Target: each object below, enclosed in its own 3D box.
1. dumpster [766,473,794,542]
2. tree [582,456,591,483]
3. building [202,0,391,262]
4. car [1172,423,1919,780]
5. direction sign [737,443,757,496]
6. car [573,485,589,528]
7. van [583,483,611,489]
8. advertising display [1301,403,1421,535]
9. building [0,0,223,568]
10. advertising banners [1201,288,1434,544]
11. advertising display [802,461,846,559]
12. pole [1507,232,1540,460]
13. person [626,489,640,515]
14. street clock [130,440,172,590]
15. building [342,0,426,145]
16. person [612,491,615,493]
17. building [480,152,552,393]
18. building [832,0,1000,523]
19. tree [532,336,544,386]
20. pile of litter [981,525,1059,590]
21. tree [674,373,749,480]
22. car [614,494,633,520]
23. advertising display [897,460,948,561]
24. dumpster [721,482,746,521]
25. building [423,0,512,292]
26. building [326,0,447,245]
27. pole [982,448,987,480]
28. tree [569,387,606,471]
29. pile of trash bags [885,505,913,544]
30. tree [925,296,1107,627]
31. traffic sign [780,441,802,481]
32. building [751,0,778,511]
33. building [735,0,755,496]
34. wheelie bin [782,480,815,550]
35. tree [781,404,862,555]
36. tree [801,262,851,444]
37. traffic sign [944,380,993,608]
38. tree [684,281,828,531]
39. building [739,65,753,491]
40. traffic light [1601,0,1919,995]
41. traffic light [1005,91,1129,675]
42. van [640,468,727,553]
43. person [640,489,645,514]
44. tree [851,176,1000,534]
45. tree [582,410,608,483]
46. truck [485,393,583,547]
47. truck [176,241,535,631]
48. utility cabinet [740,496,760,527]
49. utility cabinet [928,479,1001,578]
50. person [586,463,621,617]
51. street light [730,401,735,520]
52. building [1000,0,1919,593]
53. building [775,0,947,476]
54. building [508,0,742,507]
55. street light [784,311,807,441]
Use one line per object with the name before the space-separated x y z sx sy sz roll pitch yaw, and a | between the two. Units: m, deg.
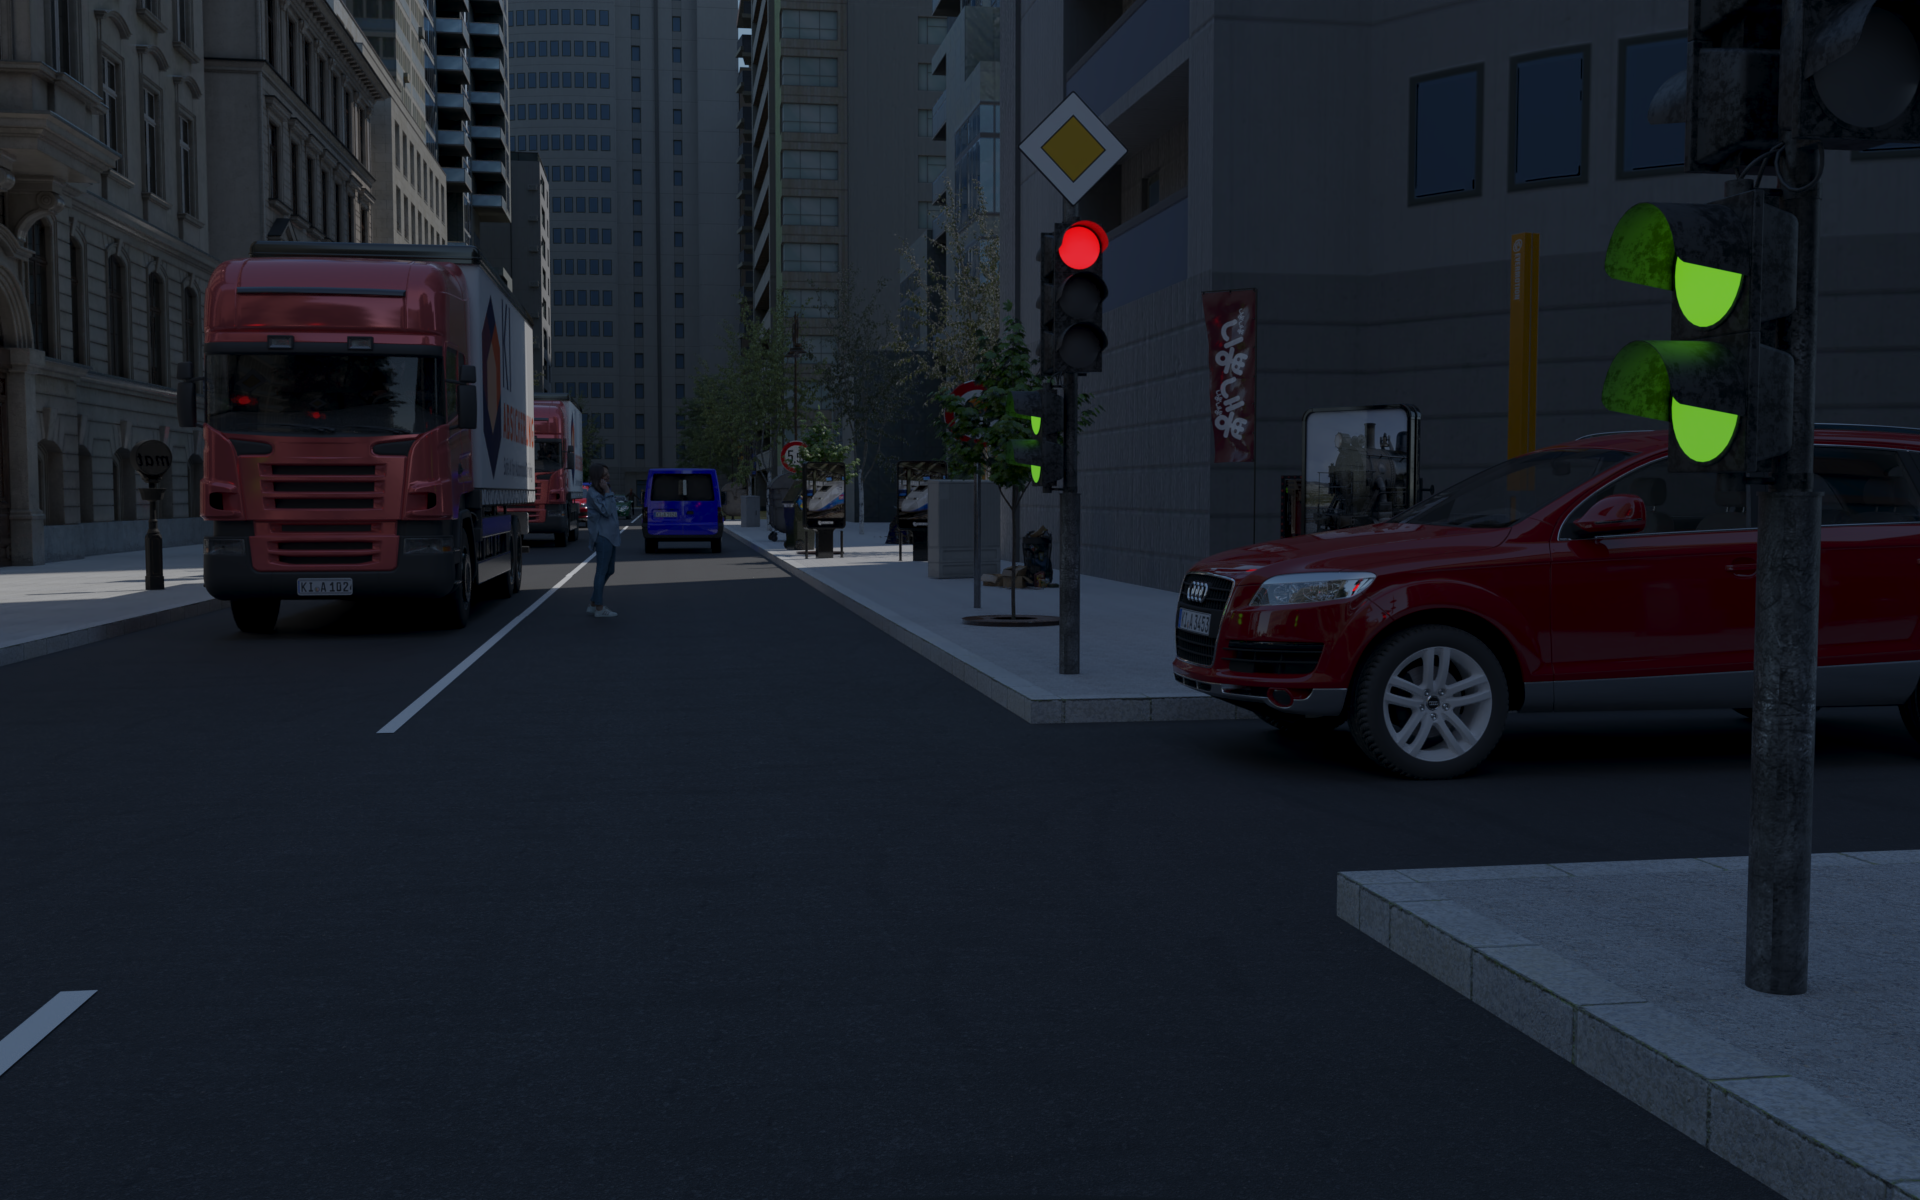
dumpster | -4.596 -2.535 47.208 1.264 1.857 1.865 -1 4 -10
tree | -28.540 -8.766 127.033 4.285 4.588 4.351 0 3 0
building | -24.997 -11.658 55.242 10.561 19.102 19.286 -1 4 -10
car | 3.838 -0.072 9.854 5.304 1.827 2.281 -1 4 -10
direction sign | -9.411 -5.171 76.538 0.876 3.537 0.379 1 4 10
car | -16.740 -4.034 74.637 2.281 1.827 5.304 -1 4 -8
van | -19.215 -5.270 90.545 2.240 2.365 5.245 -1 4 -9
advertising display | 2.913 -0.456 12.671 0.123 1.923 0.974 -3 5 -40
building | -22.012 -12.782 28.067 14.460 24.649 34.723 -1 4 -10
advertising banners | 2.935 -1.117 14.451 2.074 3.025 0.090 2 4 35
advertising display | -2.709 -1.795 34.564 0.974 1.923 0.123 -3 4 -39
pole | 4.429 -1.212 13.661 0.158 3.312 0.155 0 3 0
person | -22.273 -6.648 117.332 1.348 1.807 0.705 0 4 3
street clock | -10.797 -1.137 23.166 0.471 2.002 0.358 -3 5 -44
building | -42.423 -24.579 93.751 32.217 40.220 23.993 -1 4 -10
person | -28.833 -8.224 143.902 0.756 1.711 0.436 2 4 24
building | -42.292 -23.017 148.035 14.107 30.474 14.160 -1 4 -10
building | 7.099 -46.446 72.056 22.319 86.520 31.000 -1 4 -10
tree | -18.672 -7.235 68.651 4.360 8.622 3.978 0 3 0
pile of litter | 0.830 -0.615 24.015 1.176 0.858 1.719 1 4 13
tree | -23.174 -14.983 163.092 7.486 12.596 7.792 0 3 0
car | -19.677 -5.310 98.610 2.131 1.459 4.920 -1 4 -10
advertising display | -0.717 -1.703 33.058 0.974 1.923 0.123 1 4 8
dumpster | -10.806 -4.721 82.951 1.264 1.857 1.865 -1 4 -10
building | -42.129 -49.420 120.695 22.319 86.520 31.000 -1 4 -10
building | -28.205 -13.396 73.781 10.420 20.320 16.860 -1 4 -10
pole | 0.761 -3.674 53.908 0.158 3.312 0.155 0 3 0
tree | -26.967 -10.374 119.984 4.737 8.622 4.395 0 3 0
pile of trash bags | -0.292 -2.172 45.265 1.912 1.369 3.447 3 4 37
tree | 0.407 -1.380 17.160 1.663 3.219 1.824 0 3 0
traffic sign | -3.910 -2.530 41.464 0.768 2.556 0.104 0 4 -2
building | -3.229 -30.399 120.727 21.300 48.544 21.600 -1 4 -10
building | -7.444 -30.063 146.156 22.147 44.769 28.867 -1 4 -10
wheelie bin | -3.671 -1.953 39.839 0.693 1.594 0.980 -2 4 -31
tree | -3.096 -2.587 36.895 1.663 3.219 1.824 0 3 0
tree | -3.075 -6.381 54.692 4.360 8.622 3.978 0 3 0
traffic sign | 0.196 -1.181 19.419 0.768 2.556 0.104 0 4 -7
tree | -6.661 -6.742 60.594 4.737 8.622 4.395 0 3 0
building | -15.845 -32.401 179.859 14.200 45.320 14.600 -1 4 -10
traffic light | 2.103 -0.946 4.386 0.839 4.253 0.868 -1 4 -10
traffic light | 0.763 -1.427 12.258 0.839 4.253 0.868 -1 4 -10
van | -6.973 -2.403 43.681 2.240 2.365 5.245 -1 4 -9
person | -22.140 -6.882 121.534 0.721 1.766 1.217 -1 4 -19
tree | 0.525 -5.464 39.703 4.360 8.622 3.978 0 3 0
tree | -32.995 -12.314 151.692 4.360 8.622 3.978 0 3 0
truck | -12.413 -3.747 50.178 2.839 4.237 11.283 -1 4 -10
truck | -6.995 -2.002 21.640 2.839 4.237 11.283 -1 4 -9
utility cabinet | -8.132 -3.432 67.269 0.306 1.237 1.020 2 4 24
utility cabinet | 0.076 -1.088 26.462 1.173 1.500 0.318 -3 4 -37
person | -4.193 -0.700 20.217 0.793 1.790 0.793 -2 4 -32
street light | -11.295 -6.920 85.922 0.468 5.910 1.993 -1 4 -10
building | 16.095 -29.612 26.151 28.212 58.520 21.231 -1 4 -10
building | -3.997 -25.631 102.668 14.154 41.232 14.086 -1 4 -10
building | -37.390 -39.001 179.666 28.212 58.520 21.231 -1 4 -10
street light | -4.167 -4.354 43.968 0.468 5.910 1.993 -1 4 -10
